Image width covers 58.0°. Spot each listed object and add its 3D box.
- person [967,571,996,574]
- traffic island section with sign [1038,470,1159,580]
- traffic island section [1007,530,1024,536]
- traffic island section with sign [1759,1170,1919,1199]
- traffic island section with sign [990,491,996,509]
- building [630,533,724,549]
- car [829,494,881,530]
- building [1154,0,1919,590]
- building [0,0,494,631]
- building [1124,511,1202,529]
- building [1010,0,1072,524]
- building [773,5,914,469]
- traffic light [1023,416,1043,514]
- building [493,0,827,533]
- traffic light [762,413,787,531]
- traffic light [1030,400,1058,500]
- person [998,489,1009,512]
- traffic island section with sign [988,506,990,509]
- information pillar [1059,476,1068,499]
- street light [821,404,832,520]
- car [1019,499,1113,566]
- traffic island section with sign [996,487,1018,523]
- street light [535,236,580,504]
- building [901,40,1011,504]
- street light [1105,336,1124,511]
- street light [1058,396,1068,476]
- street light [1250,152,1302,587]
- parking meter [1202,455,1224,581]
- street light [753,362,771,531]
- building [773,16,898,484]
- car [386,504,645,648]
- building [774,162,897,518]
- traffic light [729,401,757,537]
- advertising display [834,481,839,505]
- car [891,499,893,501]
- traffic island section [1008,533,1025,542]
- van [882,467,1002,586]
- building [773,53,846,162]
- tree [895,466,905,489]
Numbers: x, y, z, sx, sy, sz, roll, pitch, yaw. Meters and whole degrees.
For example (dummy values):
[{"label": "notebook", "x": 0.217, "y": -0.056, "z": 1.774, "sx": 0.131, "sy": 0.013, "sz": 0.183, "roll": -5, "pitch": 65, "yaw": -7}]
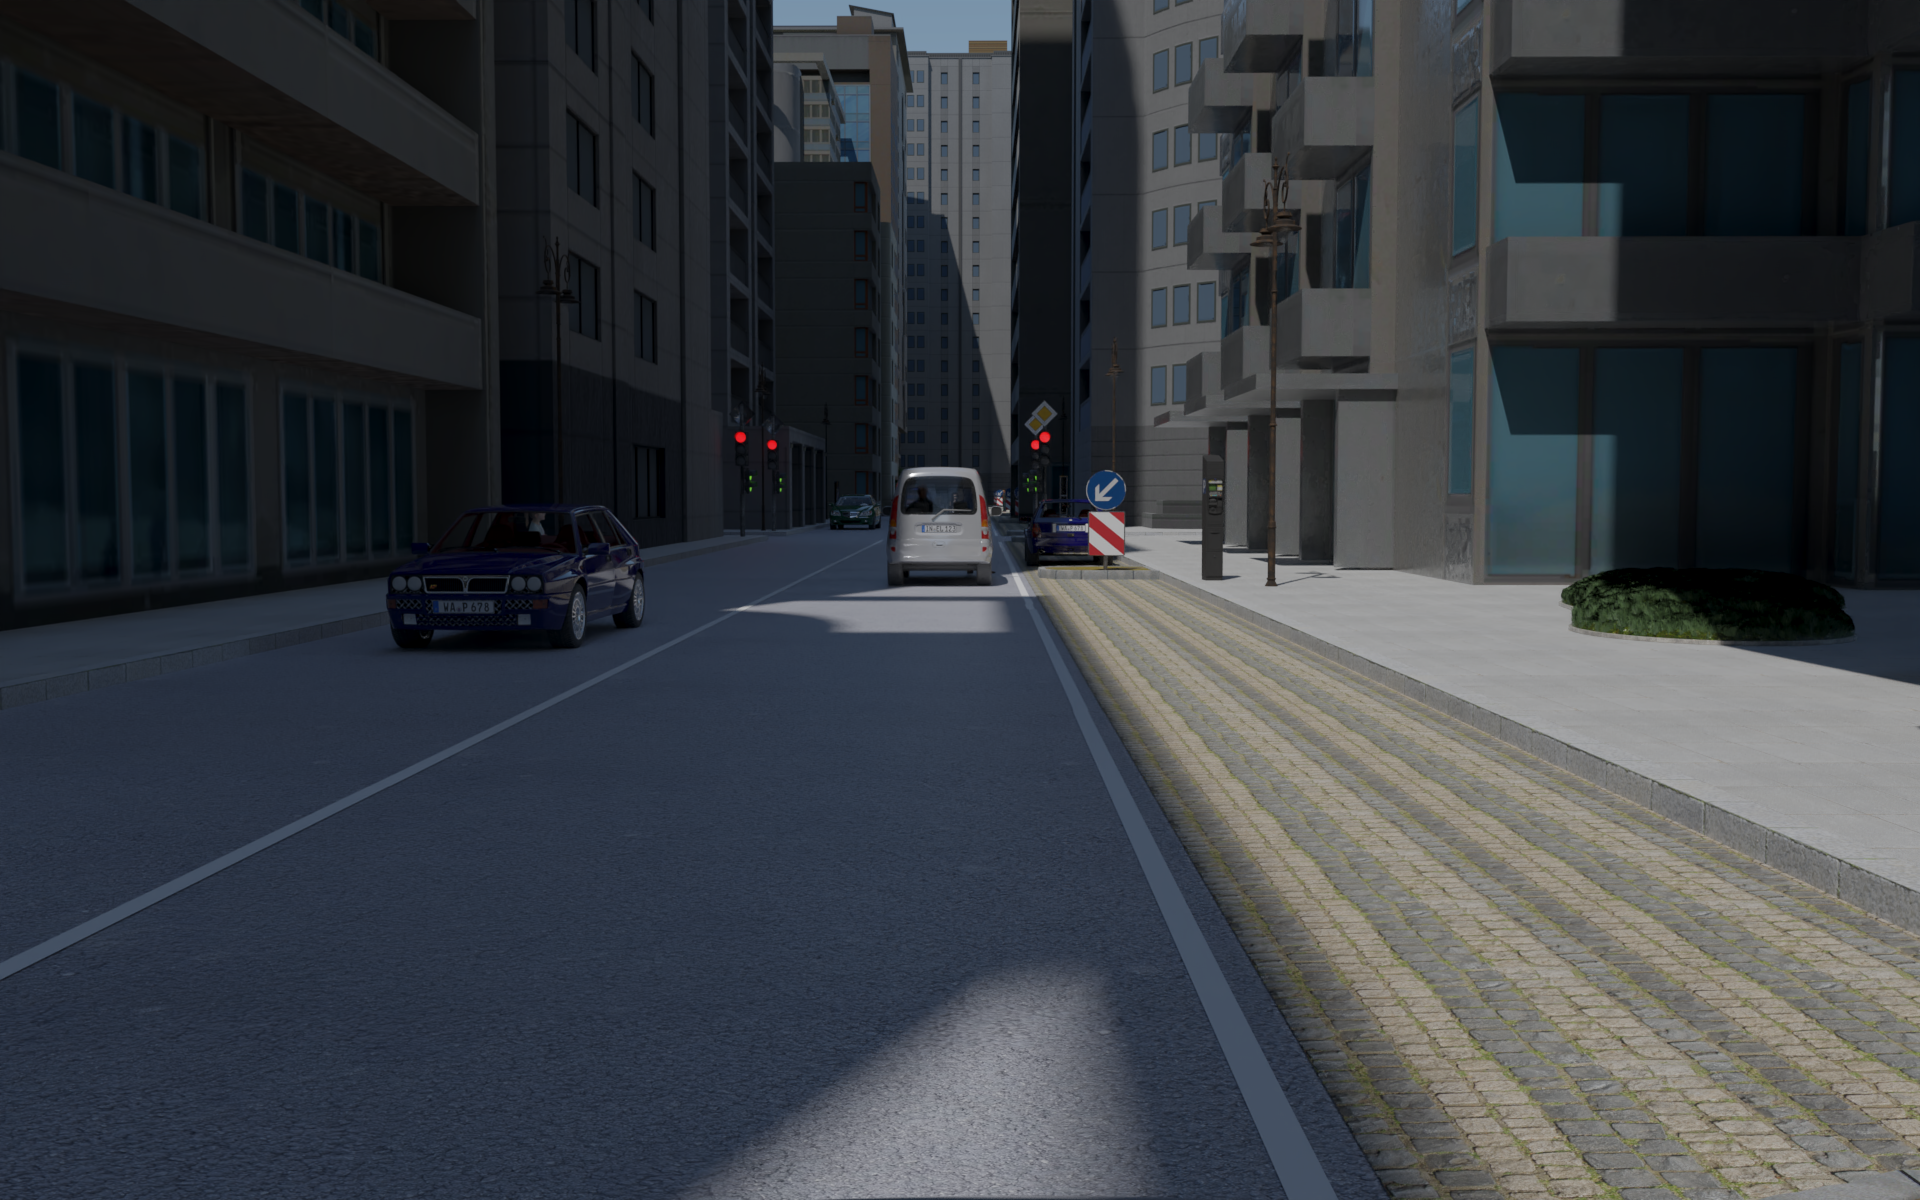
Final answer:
[{"label": "person", "x": 0.245, "y": -1.377, "z": 31.195, "sx": 0.721, "sy": 1.800, "sz": 0.419, "roll": 1, "pitch": 4, "yaw": 19}, {"label": "traffic island section with sign", "x": 2.345, "y": -1.291, "z": 29.735, "sx": 1.989, "sy": 1.847, "sz": 2.006, "roll": 0, "pitch": 4, "yaw": 1}, {"label": "traffic island section", "x": 2.636, "y": -2.319, "z": 60.188, "sx": 2.009, "sy": 0.180, "sz": 2.903, "roll": 0, "pitch": 4, "yaw": 1}, {"label": "traffic island section with sign", "x": 2.086, "y": 0.390, "z": 2.244, "sx": 1.989, "sy": 1.847, "sz": 2.006, "roll": 0, "pitch": 4, "yaw": 1}, {"label": "traffic island section with sign", "x": 3.151, "y": -6.375, "z": 112.857, "sx": 1.989, "sy": 1.847, "sz": 2.006, "roll": 0, "pitch": 4, "yaw": 1}, {"label": "building", "x": -17.563, "y": -36.816, "z": 40.187, "sx": 20.611, "sy": 71.187, "sz": 20.563, "roll": 0, "pitch": 4, "yaw": 1}, {"label": "car", "x": -4.274, "y": -3.632, "z": 71.174, "sx": 2.131, "sy": 1.459, "sz": 4.920, "roll": 0, "pitch": 4, "yaw": 2}, {"label": "building", "x": 16.887, "y": -25.447, "z": 35.667, "sx": 23.786, "sy": 49.044, "sz": 30.456, "roll": 0, "pitch": 4, "yaw": 1}, {"label": "building", "x": -18.579, "y": -24.102, "z": 17.778, "sx": 21.300, "sy": 48.544, "sz": 21.600, "roll": 0, "pitch": 4, "yaw": 1}, {"label": "building", "x": 19.211, "y": -32.356, "z": 71.012, "sx": 28.212, "sy": 58.520, "sz": 21.231, "roll": 0, "pitch": 4, "yaw": 1}, {"label": "building", "x": 13.564, "y": -28.631, "z": 91.823, "sx": 21.300, "sy": 48.544, "sz": 21.600, "roll": 0, "pitch": 4, "yaw": 1}, {"label": "building", "x": -19.499, "y": -37.134, "z": 196.380, "sx": 27.495, "sy": 52.752, "sz": 28.713, "roll": 0, "pitch": 4, "yaw": 1}, {"label": "traffic light", "x": 2.596, "y": -4.352, "z": 60.075, "sx": 0.839, "sy": 4.253, "sz": 0.868, "roll": 0, "pitch": 4, "yaw": 1}, {"label": "building", "x": -16.238, "y": -38.681, "z": 70.693, "sx": 20.563, "sy": 71.187, "sz": 20.611, "roll": 0, "pitch": 4, "yaw": 1}, {"label": "traffic light", "x": -6.465, "y": -4.356, "z": 60.146, "sx": 0.839, "sy": 4.253, "sz": 0.868, "roll": 0, "pitch": 4, "yaw": 1}, {"label": "traffic light", "x": 2.519, "y": -3.864, "z": 52.090, "sx": 0.839, "sy": 4.253, "sz": 0.868, "roll": 0, "pitch": 4, "yaw": 1}, {"label": "person", "x": 3.521, "y": -7.949, "z": 138.492, "sx": 0.705, "sy": 1.821, "sz": 1.348, "roll": -2, "pitch": 4, "yaw": -34}, {"label": "traffic island section with sign", "x": 3.628, "y": -9.377, "z": 161.938, "sx": 1.989, "sy": 1.847, "sz": 2.006, "roll": 0, "pitch": 4, "yaw": 1}, {"label": "information pillar", "x": 4.209, "y": -4.036, "z": 70.488, "sx": 0.304, "sy": 2.012, "sz": 0.304, "roll": 0, "pitch": 4, "yaw": -1}, {"label": "street light", "x": -6.731, "y": -6.998, "z": 87.206, "sx": 0.468, "sy": 5.910, "sz": 1.993, "roll": 0, "pitch": 4, "yaw": 1}, {"label": "car", "x": 2.192, "y": -1.401, "z": 35.484, "sx": 1.945, "sy": 1.354, "sz": 3.894, "roll": 0, "pitch": 4, "yaw": 1}, {"label": "traffic island section with sign", "x": 2.880, "y": -4.677, "z": 85.102, "sx": 1.989, "sy": 1.847, "sz": 2.006, "roll": 0, "pitch": 4, "yaw": 1}, {"label": "street light", "x": -7.226, "y": -3.576, "z": 31.252, "sx": 0.468, "sy": 5.910, "sz": 1.993, "roll": 0, "pitch": 4, "yaw": 1}, {"label": "building", "x": -5.893, "y": -42.014, "z": 228.921, "sx": 28.212, "sy": 58.520, "sz": 21.231, "roll": 0, "pitch": 4, "yaw": 1}, {"label": "street light", "x": 4.535, "y": -4.783, "z": 50.997, "sx": 0.468, "sy": 5.910, "sz": 1.993, "roll": 0, "pitch": 4, "yaw": 1}, {"label": "street light", "x": 4.853, "y": -6.650, "z": 81.516, "sx": 0.468, "sy": 5.910, "sz": 1.993, "roll": 0, "pitch": 4, "yaw": 1}, {"label": "street light", "x": 4.330, "y": -3.127, "z": 23.913, "sx": 0.468, "sy": 5.910, "sz": 1.993, "roll": 0, "pitch": 4, "yaw": 1}, {"label": "parking meter", "x": 3.756, "y": -1.226, "z": 25.752, "sx": 0.255, "sy": 1.863, "sz": 0.399, "roll": 0, "pitch": 4, "yaw": -4}, {"label": "street light", "x": -6.901, "y": -5.371, "z": 60.604, "sx": 0.468, "sy": 5.910, "sz": 1.993, "roll": 0, "pitch": 4, "yaw": 1}, {"label": "building", "x": -13.206, "y": -31.618, "z": 167.071, "sx": 14.600, "sy": 45.320, "sz": 14.200, "roll": 0, "pitch": 4, "yaw": 1}, {"label": "car", "x": -4.347, "y": -0.291, "z": 17.342, "sx": 1.945, "sy": 1.354, "sz": 3.894, "roll": 0, "pitch": 4, "yaw": 2}, {"label": "building", "x": -18.285, "y": -15.895, "z": 104.924, "sx": 27.650, "sy": 21.520, "sz": 28.899, "roll": 0, "pitch": 4, "yaw": 1}, {"label": "traffic light", "x": -6.542, "y": -3.868, "z": 52.162, "sx": 0.839, "sy": 4.253, "sz": 0.868, "roll": 0, "pitch": 4, "yaw": 1}, {"label": "advertising display", "x": -6.071, "y": -4.902, "z": 85.358, "sx": 0.123, "sy": 1.923, "sz": 0.974, "roll": 0, "pitch": 4, "yaw": 3}, {"label": "car", "x": -3.313, "y": -6.247, "z": 111.185, "sx": 2.155, "sy": 1.783, "sz": 4.494, "roll": 0, "pitch": 4, "yaw": 1}, {"label": "traffic island section", "x": 2.559, "y": -1.830, "z": 52.204, "sx": 2.009, "sy": 0.180, "sz": 2.903, "roll": 0, "pitch": 4, "yaw": 1}, {"label": "van", "x": -0.307, "y": -1.314, "z": 28.497, "sx": 2.013, "sy": 2.044, "sz": 4.112, "roll": 0, "pitch": 4, "yaw": 1}, {"label": "building", "x": -22.888, "y": -27.870, "z": 147.559, "sx": 32.217, "sy": 40.220, "sz": 23.993, "roll": 0, "pitch": 4, "yaw": 1}, {"label": "tree", "x": -6.677, "y": -12.054, "z": 180.793, "sx": 4.285, "sy": 4.588, "sz": 4.351, "roll": 0, "pitch": 3, "yaw": 0}]
